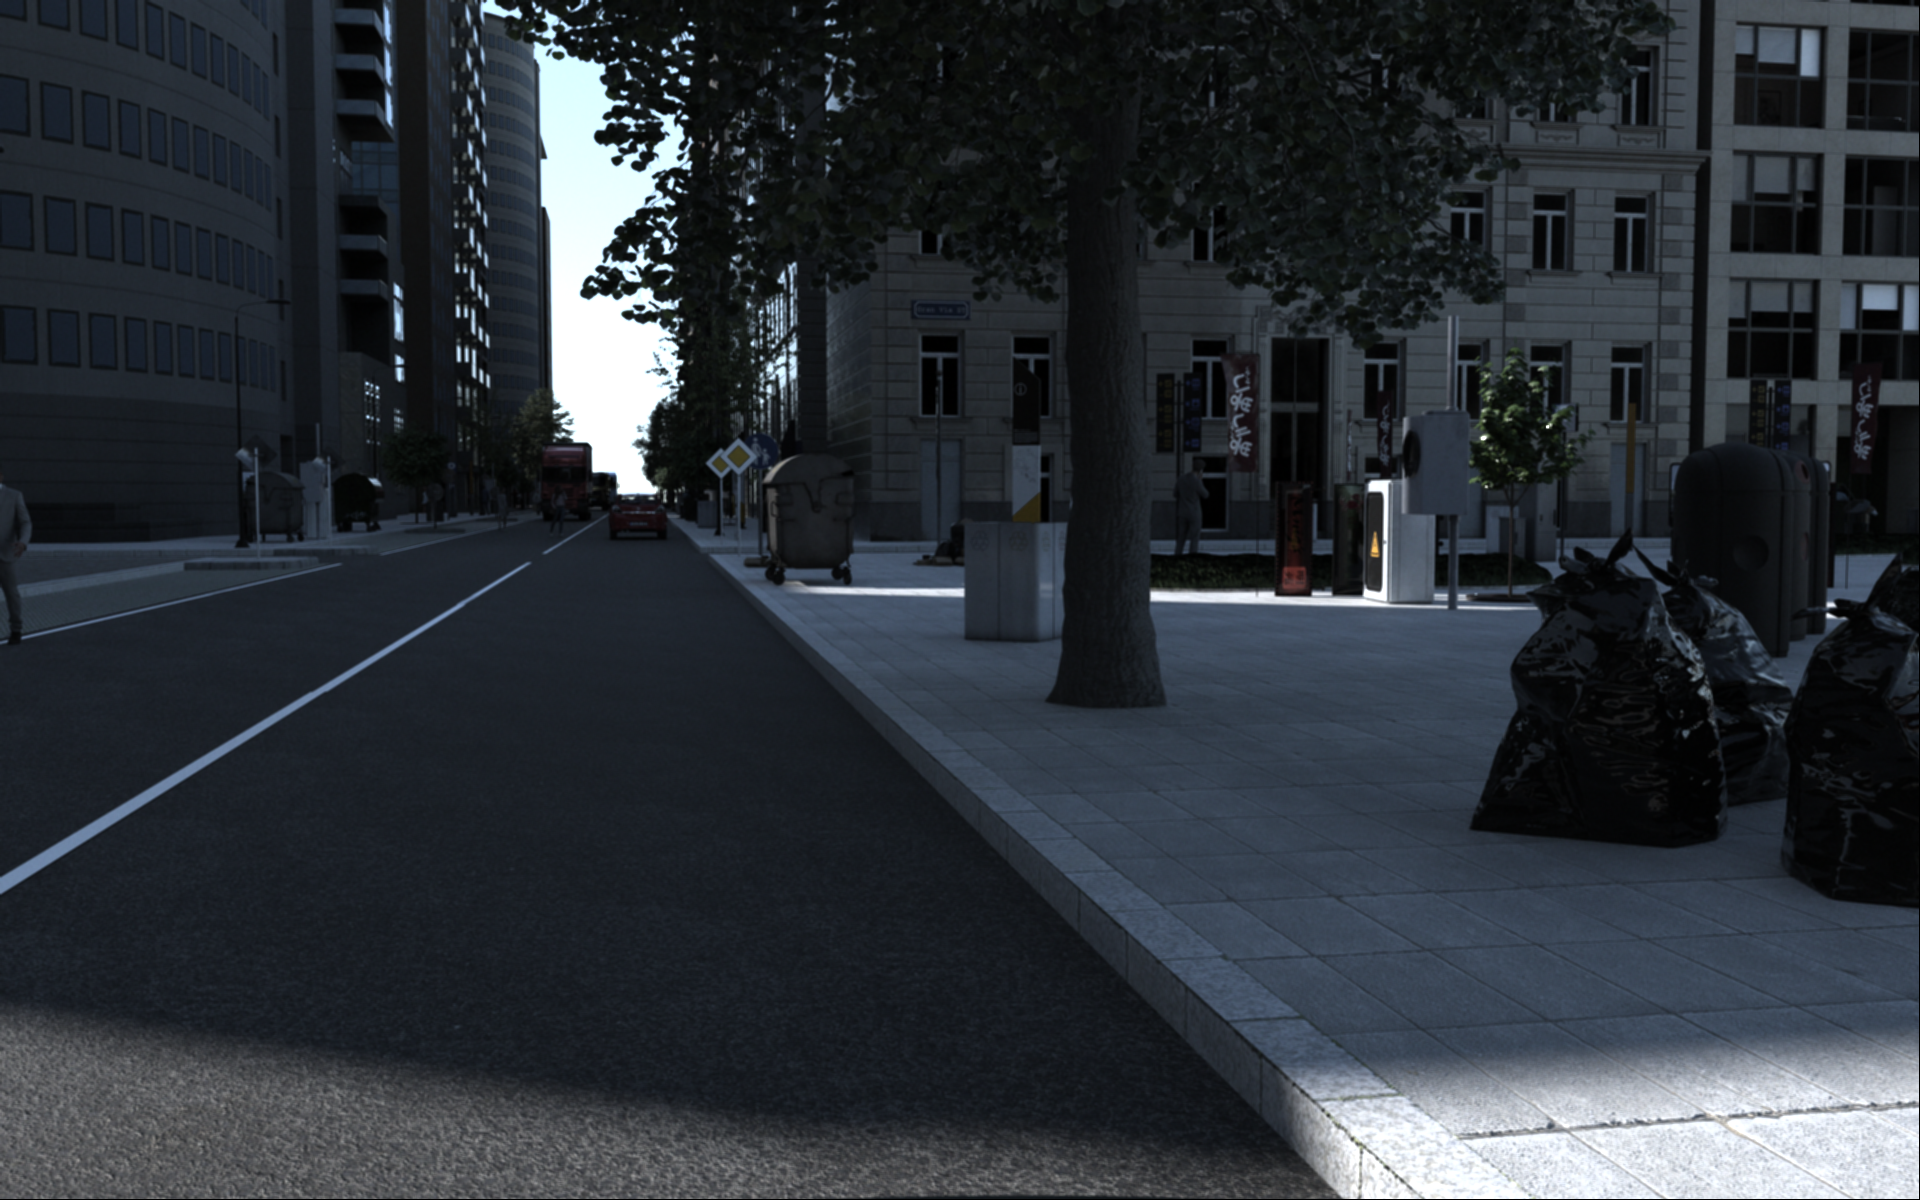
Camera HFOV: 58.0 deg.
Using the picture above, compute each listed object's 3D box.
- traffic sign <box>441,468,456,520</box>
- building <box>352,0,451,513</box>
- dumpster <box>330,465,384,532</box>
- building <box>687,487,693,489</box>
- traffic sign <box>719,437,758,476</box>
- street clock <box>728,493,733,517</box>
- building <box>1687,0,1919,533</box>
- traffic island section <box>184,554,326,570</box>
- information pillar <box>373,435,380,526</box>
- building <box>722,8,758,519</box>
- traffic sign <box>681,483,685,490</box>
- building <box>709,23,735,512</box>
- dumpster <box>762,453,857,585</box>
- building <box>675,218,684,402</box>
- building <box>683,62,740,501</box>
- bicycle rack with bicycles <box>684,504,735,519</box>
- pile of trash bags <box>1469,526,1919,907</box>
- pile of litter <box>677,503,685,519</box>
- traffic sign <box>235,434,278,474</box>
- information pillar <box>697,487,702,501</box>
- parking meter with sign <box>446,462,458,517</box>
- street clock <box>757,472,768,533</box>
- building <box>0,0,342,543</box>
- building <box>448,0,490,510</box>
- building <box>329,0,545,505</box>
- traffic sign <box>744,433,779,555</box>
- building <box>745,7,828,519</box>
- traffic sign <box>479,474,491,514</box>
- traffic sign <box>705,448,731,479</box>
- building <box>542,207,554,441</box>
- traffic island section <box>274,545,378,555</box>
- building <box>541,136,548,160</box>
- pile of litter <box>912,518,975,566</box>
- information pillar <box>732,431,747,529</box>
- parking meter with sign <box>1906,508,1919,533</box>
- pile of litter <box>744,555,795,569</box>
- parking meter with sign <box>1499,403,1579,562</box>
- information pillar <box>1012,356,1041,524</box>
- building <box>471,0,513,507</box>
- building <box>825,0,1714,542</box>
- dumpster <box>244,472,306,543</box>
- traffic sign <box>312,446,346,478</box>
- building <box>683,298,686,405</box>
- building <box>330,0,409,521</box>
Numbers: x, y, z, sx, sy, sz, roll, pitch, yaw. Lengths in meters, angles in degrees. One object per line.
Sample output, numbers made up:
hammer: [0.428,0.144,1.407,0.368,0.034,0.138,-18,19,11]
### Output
traffic sign: [-24.956,-5.158,84.442,0.768,2.556,0.104,0,4,-3]
building: [-43.022,-28.717,119.637,14.600,45.320,14.200,-1,4,-10]
dumpster: [-20.414,-3.434,58.639,1.502,2.255,1.985,-1,4,-10]
building: [-19.117,-32.504,223.322,32.217,40.220,23.993,-1,4,-10]
traffic sign: [-4.516,-2.040,35.543,0.795,2.593,0.064,-1,4,-10]
street clock: [-12.721,-5.603,96.174,0.471,2.002,0.358,1,4,14]
building: [36.941,-15.808,62.984,34.151,26.468,19.350,-1,4,-10]
traffic island section: [-13.781,-0.713,33.934,2.009,0.180,2.903,-1,4,-10]
information pillar: [-23.225,-4.742,68.888,0.183,3.616,0.504,-2,4,-27]
building: [-7.939,-19.983,104.210,11.434,29.767,29.804,-1,4,-10]
traffic sign: [-18.775,-7.215,118.067,0.768,2.556,0.104,0,4,-6]
building: [-10.951,-29.124,126.289,14.600,45.320,14.200,-1,4,-10]
dumpster: [-2.173,-1.180,25.058,1.264,1.857,1.865,-1,4,-11]
building: [-29.406,-36.300,248.122,22.147,44.769,28.867,-1,4,-10]
building: [-16.403,-31.930,176.679,22.147,44.769,28.867,-1,4,-10]
bicycle rack with bicycles: [-12.747,-4.587,88.378,2.925,0.926,2.852,-1,4,-15]
pile of trash bags: [3.467,0.231,5.983,1.912,1.369,3.447,-2,4,-33]
pile of litter: [-14.243,-4.695,90.732,1.176,0.858,1.719,0,4,-8]
traffic sign: [-13.759,-1.938,33.871,0.795,2.593,0.064,-1,4,-10]
information pillar: [-12.773,-4.939,85.246,0.304,2.012,0.304,-2,4,-25]
parking meter with sign: [-28.056,-6.086,95.774,0.543,3.016,1.738,-1,4,-14]
street clock: [-6.514,-3.243,57.591,0.358,2.002,0.471,2,4,24]
building: [-33.196,-31.300,53.759,21.231,58.520,28.212,-1,4,-10]
building: [-50.780,-31.914,141.406,23.786,49.044,30.456,-1,4,-10]
building: [-62.325,-40.905,210.792,21.231,58.520,28.212,-1,4,-10]
traffic sign: [-4.169,-2.205,36.158,0.768,2.556,0.104,0,4,-6]
building: [-2.712,-17.133,77.380,12.463,27.353,25.104,-1,4,-10]
traffic sign: [-30.434,-6.785,111.042,0.768,2.556,0.104,-1,4,-10]
traffic sign: [-5.960,-2.520,43.397,0.795,2.593,0.064,-1,4,-10]
building: [-68.765,-37.339,260.602,14.600,45.320,14.200,-1,4,-10]
traffic island section: [-15.225,-1.193,41.788,2.009,0.180,2.903,-1,4,-10]
building: [-71.757,-39.702,238.365,28.713,52.752,27.495,-1,4,-10]
pile of litter: [-0.037,-1.045,31.046,1.719,0.858,1.176,3,5,42]
information pillar: [-8.167,-4.443,63.991,0.504,3.616,0.183,1,4,19]
parking meter with sign: [28.726,-3.349,51.019,0.543,3.016,1.738,-1,4,-16]
pile of litter: [-3.220,-1.007,30.434,1.176,0.858,1.719,-1,4,-13]
parking meter with sign: [10.962,-2.241,32.901,1.738,3.016,0.543,-3,4,-36]
information pillar: [1.117,-2.331,29.465,0.504,3.616,0.183,1,4,16]
building: [-54.312,-44.519,166.134,20.563,71.187,20.611,-1,4,-10]
building: [8.489,-15.665,53.384,25.104,27.353,12.463,-1,4,-10]
dumpster: [-18.214,-2.463,46.035,1.264,1.857,1.865,-1,4,-10]
traffic sign: [-15.203,-2.418,41.725,0.795,2.593,0.064,-1,4,-10]
building: [-35.952,-35.804,268.983,14.154,41.232,14.086,-1,4,-10]
building: [-40.943,-47.522,89.648,22.319,86.520,31.000,-1,4,-10]
